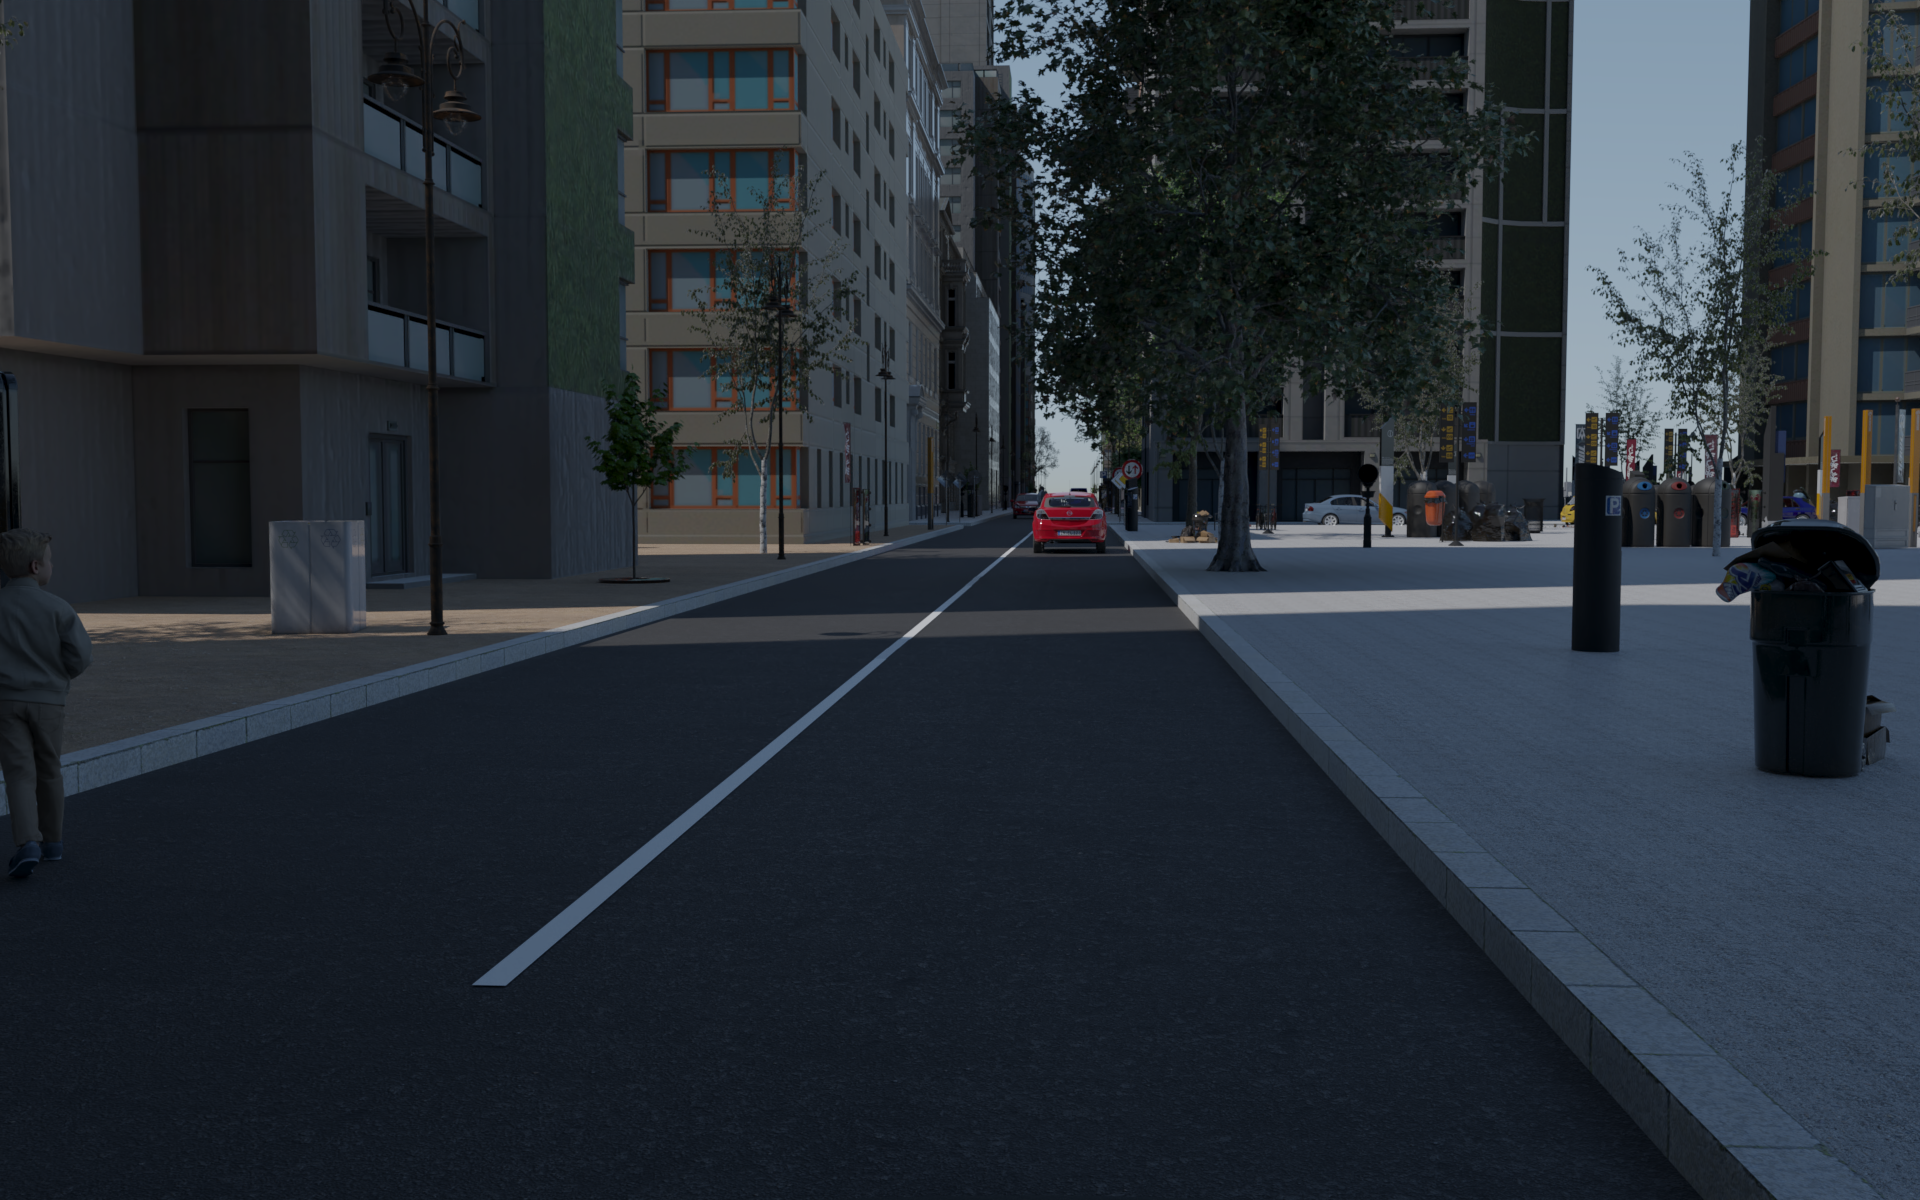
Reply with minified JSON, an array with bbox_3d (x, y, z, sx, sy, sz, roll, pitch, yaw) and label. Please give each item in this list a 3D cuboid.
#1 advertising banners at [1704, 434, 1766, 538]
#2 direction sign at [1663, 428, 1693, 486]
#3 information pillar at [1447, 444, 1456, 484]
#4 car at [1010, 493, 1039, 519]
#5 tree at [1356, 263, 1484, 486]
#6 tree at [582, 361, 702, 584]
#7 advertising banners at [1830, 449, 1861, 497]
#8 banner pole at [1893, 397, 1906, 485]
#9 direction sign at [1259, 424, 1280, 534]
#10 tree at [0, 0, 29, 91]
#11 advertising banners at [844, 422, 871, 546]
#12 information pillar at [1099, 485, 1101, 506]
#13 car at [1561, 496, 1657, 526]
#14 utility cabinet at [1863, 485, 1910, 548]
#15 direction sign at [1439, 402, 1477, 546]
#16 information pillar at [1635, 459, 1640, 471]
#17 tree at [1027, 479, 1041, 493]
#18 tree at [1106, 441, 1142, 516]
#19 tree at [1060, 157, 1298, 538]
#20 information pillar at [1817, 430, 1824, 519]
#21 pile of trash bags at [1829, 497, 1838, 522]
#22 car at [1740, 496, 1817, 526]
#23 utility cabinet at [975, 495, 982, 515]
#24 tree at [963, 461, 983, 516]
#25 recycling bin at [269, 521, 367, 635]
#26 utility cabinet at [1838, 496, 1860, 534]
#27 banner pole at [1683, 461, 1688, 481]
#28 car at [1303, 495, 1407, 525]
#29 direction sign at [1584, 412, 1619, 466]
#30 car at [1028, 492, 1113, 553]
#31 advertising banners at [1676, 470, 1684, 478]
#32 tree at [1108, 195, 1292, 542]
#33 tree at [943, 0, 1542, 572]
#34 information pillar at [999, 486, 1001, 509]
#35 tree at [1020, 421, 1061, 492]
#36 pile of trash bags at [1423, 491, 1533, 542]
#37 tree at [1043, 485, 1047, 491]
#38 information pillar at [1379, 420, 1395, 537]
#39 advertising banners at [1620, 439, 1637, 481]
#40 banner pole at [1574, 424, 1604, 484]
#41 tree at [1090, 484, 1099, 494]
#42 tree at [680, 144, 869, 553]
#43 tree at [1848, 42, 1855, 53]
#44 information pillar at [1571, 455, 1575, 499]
[{"bbox_3d":[22.596,-3.330,50.632,2.074,3.025,0.090,-1,4,-9],"label":"advertising banners"},{"bbox_3d":[24.669,-4.146,59.779,0.876,3.537,0.379,-1,4,-12],"label":"direction sign"},{"bbox_3d":[21.938,-5.241,77.042,0.504,3.616,0.183,0,4,-2],"label":"information pillar"},{"bbox_3d":[4.008,-5.672,101.785,2.155,1.783,4.494,0,4,2],"label":"car"},{"bbox_3d":[14.964,-6.457,55.936,4.360,8.622,3.978,0,3,0],"label":"tree"},{"bbox_3d":[-4.812,-1.861,25.026,1.663,3.219,1.824,0,3,0],"label":"tree"},{"bbox_3d":[34.933,-4.373,67.693,2.074,3.025,0.090,1,4,10],"label":"advertising banners"},{"bbox_3d":[24.329,-3.357,44.899,0.863,3.779,0.401,-3,5,-44],"label":"banner pole"},{"bbox_3d":[9.987,-3.915,56.013,0.379,3.537,0.876,-3,4,-37],"label":"direction sign"},{"bbox_3d":[-10.368,-3.920,14.460,4.360,8.622,3.978,0,3,0],"label":"tree"},{"bbox_3d":[-2.559,-2.864,43.014,0.090,3.025,2.074,1,4,15],"label":"advertising banners"},{"bbox_3d":[11.770,-8.566,144.551,0.304,2.012,0.304,-1,4,-12],"label":"information pillar"},{"bbox_3d":[27.039,-3.766,71.800,3.980,1.641,2.015,0,4,4],"label":"car"},{"bbox_3d":[21.713,-1.950,40.564,1.173,1.500,0.318,-2,4,-25],"label":"utility cabinet"},{"bbox_3d":[12.271,-3.103,42.729,0.876,3.537,0.379,0,4,5],"label":"direction sign"},{"bbox_3d":[45.339,-7.635,116.187,0.504,3.616,0.183,2,4,28],"label":"information pillar"},{"bbox_3d":[8.846,-13.572,216.496,1.663,3.219,1.824,0,3,0],"label":"tree"},{"bbox_3d":[10.185,-7.278,102.701,4.285,4.588,4.351,0,3,0],"label":"tree"},{"bbox_3d":[6.952,-7.637,50.614,9.928,11.665,9.643,0,3,0],"label":"tree"},{"bbox_3d":[29.658,-4.171,59.551,0.504,3.616,0.183,-3,4,-36],"label":"information pillar"},{"bbox_3d":[33.076,-3.260,63.048,1.912,1.369,3.447,-1,4,-23],"label":"pile of trash bags"},{"bbox_3d":[33.314,-3.629,71.907,3.894,1.354,1.945,0,4,5],"label":"car"},{"bbox_3d":[1.017,-5.824,106.390,0.306,1.237,1.020,-2,4,-26],"label":"utility cabinet"},{"bbox_3d":[0.521,-6.532,101.394,1.663,3.219,1.824,0,3,0],"label":"tree"},{"bbox_3d":[-5.988,-0.222,16.177,0.722,1.027,0.722,-1,4,-8],"label":"recycling bin"},{"bbox_3d":[24.301,-2.198,47.097,1.020,1.237,0.306,-2,4,-29],"label":"utility cabinet"},{"bbox_3d":[47.898,-7.608,114.403,0.401,3.779,0.863,3,5,41],"label":"banner pole"},{"bbox_3d":[16.629,-3.694,72.391,4.499,1.417,2.014,0,4,3],"label":"car"},{"bbox_3d":[17.842,-3.439,48.227,0.876,3.537,0.379,1,4,13],"label":"direction sign"},{"bbox_3d":[2.753,-2.099,43.353,2.155,1.783,4.494,0,4,4],"label":"car"},{"bbox_3d":[51.730,-7.965,126.414,2.074,3.025,0.090,3,4,38],"label":"advertising banners"},{"bbox_3d":[5.799,-5.364,38.059,4.737,8.622,4.395,0,3,0],"label":"tree"},{"bbox_3d":[4.570,-6.833,28.724,9.611,12.733,9.660,0,3,0],"label":"tree"},{"bbox_3d":[3.385,-9.051,152.482,0.304,2.012,0.304,3,5,44],"label":"information pillar"},{"bbox_3d":[9.080,-17.560,221.513,8.767,10.594,7.601,1,4,17],"label":"tree"},{"bbox_3d":[13.847,-2.279,47.021,3.447,1.369,1.912,-2,4,-35],"label":"pile of trash bags"},{"bbox_3d":[13.273,-17.780,285.295,1.663,3.219,1.824,0,3,0],"label":"tree"},{"bbox_3d":[12.633,-3.664,51.269,0.504,3.616,0.183,-2,4,-27],"label":"information pillar"},{"bbox_3d":[21.100,-3.640,55.694,0.090,3.025,2.074,-1,4,-13],"label":"advertising banners"},{"bbox_3d":[19.668,-3.939,54.414,0.863,3.779,0.401,-1,4,-11],"label":"banner pole"},{"bbox_3d":[21.169,-17.002,272.591,1.663,3.219,1.824,0,3,0],"label":"tree"},{"bbox_3d":[-4.176,-5.331,37.518,4.360,8.622,3.978,0,3,0],"label":"tree"},{"bbox_3d":[11.828,-4.171,18.559,4.360,8.622,3.978,0,3,0],"label":"tree"},{"bbox_3d":[36.972,-6.891,104.014,0.504,3.616,0.183,2,4,32],"label":"information pillar"}]
